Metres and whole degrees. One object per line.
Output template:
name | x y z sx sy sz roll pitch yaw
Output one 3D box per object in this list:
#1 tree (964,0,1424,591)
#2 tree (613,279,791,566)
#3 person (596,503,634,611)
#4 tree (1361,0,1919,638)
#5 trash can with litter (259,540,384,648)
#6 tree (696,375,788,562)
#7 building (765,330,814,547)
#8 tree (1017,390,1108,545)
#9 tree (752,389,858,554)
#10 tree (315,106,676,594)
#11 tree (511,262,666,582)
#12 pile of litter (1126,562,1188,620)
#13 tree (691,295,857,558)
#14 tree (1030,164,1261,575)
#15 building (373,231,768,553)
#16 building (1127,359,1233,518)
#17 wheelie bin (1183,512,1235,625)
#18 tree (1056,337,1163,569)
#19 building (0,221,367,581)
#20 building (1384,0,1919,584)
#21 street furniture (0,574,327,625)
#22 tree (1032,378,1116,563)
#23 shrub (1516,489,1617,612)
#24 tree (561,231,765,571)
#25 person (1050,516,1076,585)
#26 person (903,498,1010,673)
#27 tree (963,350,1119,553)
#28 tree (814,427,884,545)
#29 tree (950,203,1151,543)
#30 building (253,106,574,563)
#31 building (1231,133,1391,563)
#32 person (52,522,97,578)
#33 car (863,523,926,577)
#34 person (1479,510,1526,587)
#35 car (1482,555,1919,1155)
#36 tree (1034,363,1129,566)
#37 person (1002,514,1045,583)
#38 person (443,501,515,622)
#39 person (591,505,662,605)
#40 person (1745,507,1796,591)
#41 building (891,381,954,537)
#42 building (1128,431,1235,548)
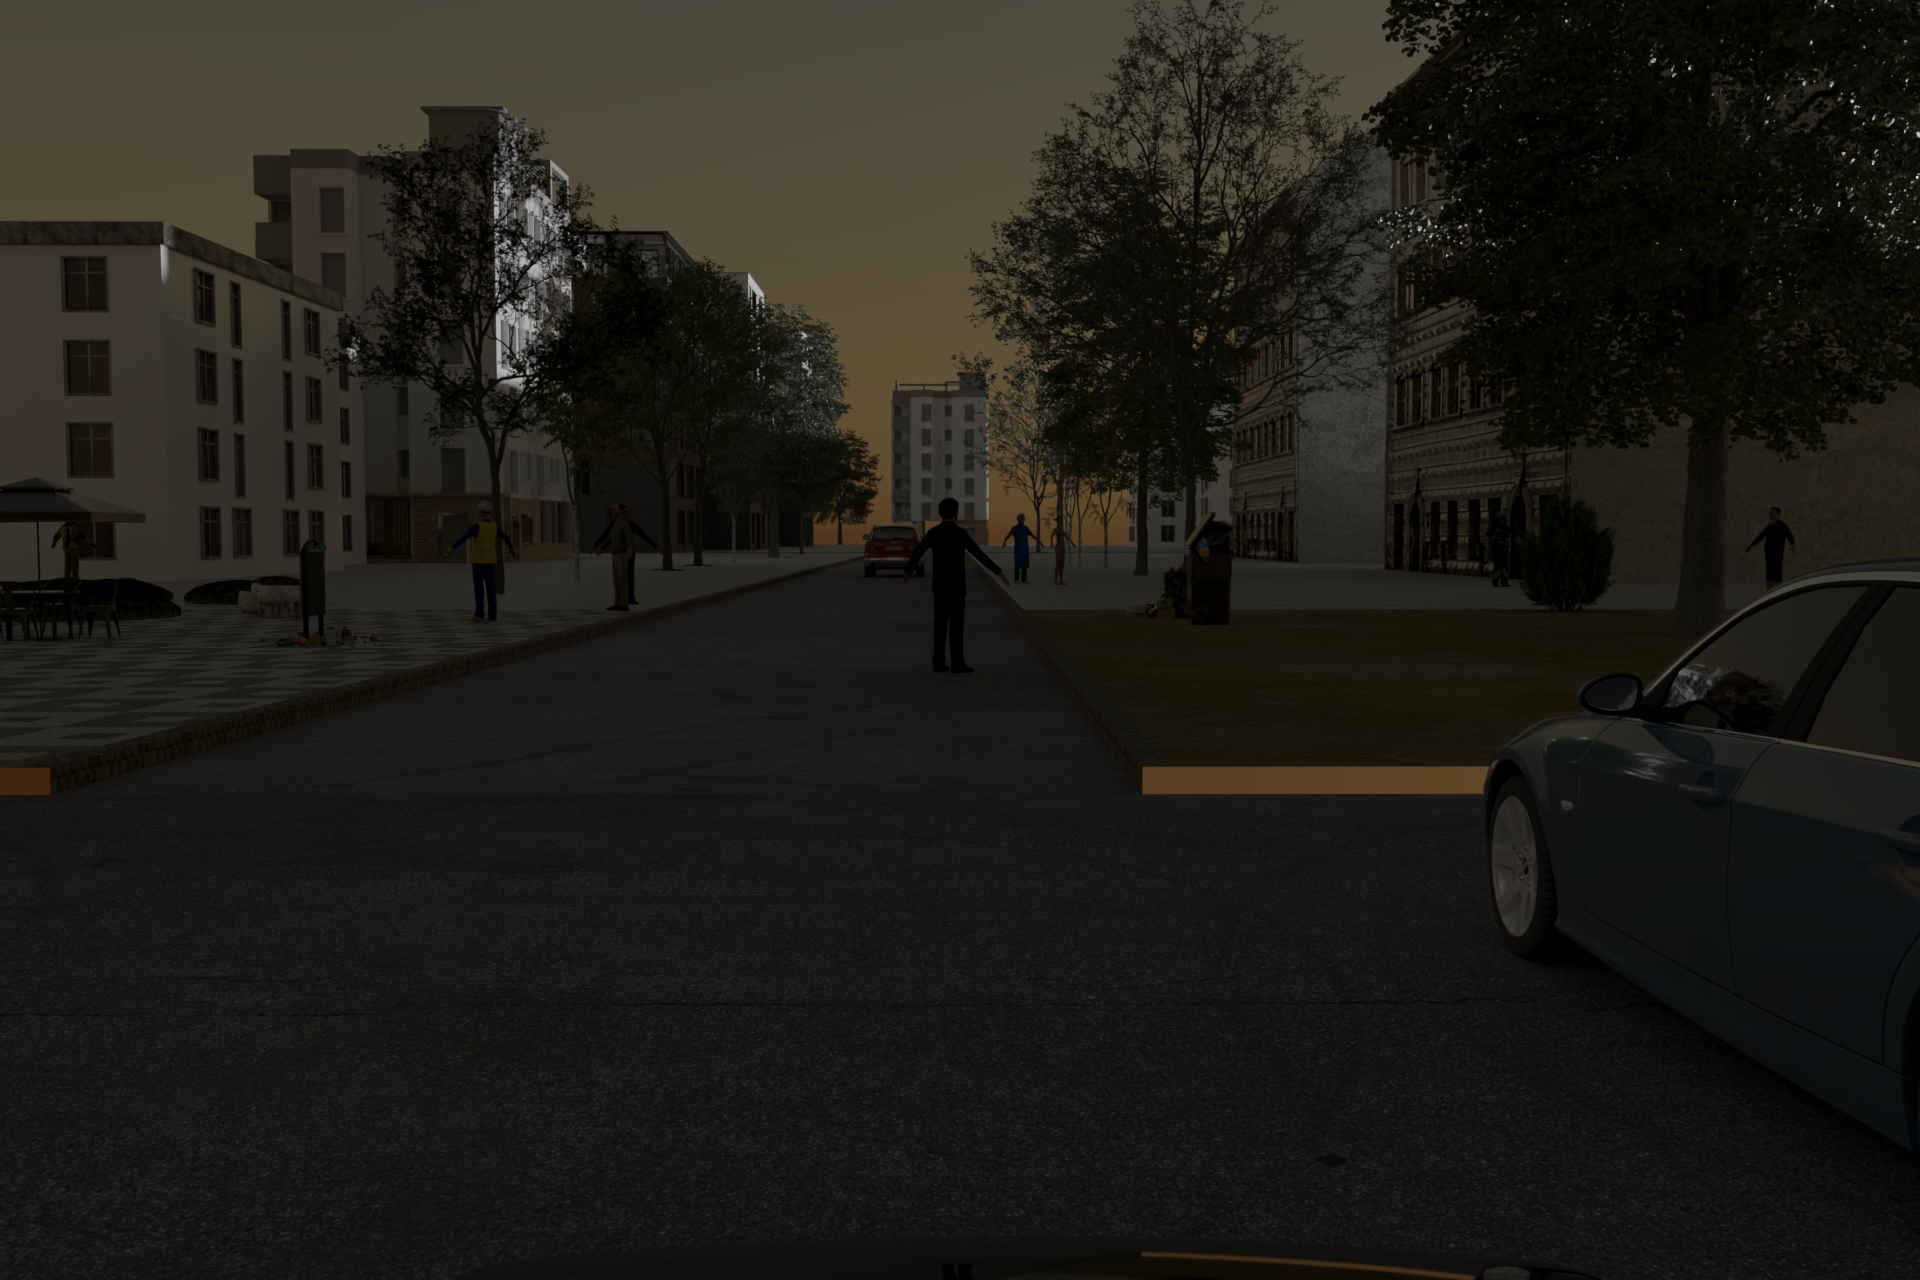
tree | 5.203 -7.858 38.848 12.009 13.543 11.850 0 3 0
tree | -10.381 -8.780 69.310 9.928 11.665 9.643 0 3 0
person | -5.716 -1.388 28.964 0.705 1.796 1.348 -2 4 -35
tree | 9.236 -7.014 21.339 9.857 13.997 8.962 0 3 0
trash can with litter | -7.444 -0.582 20.574 1.678 1.210 2.233 0 4 -1
tree | -10.489 -7.829 78.364 4.360 8.622 3.978 0 3 0
building | -29.597 -19.956 170.256 27.936 21.610 32.646 0 4 0
tree | 13.083 -21.196 202.442 12.611 20.169 13.585 0 3 0
tree | -10.282 -10.739 109.994 8.767 10.594 7.601 1 4 22
tree | -9.770 -6.280 37.093 8.767 10.594 7.601 1 4 14
tree | -10.199 -5.868 46.298 4.737 8.622 4.395 0 3 0
pile of litter | 3.140 -0.780 26.712 1.176 0.858 1.719 0 3 0
tree | -10.092 -11.473 94.233 9.857 13.997 8.962 0 3 0
tree | 5.774 -8.316 54.097 7.486 12.596 7.792 0 3 0
building | -30.362 -17.686 133.146 27.936 21.610 32.646 0 4 -1
building | 23.085 -20.078 184.693 16.016 20.090 11.380 0 3 0
wheelie bin | 3.559 -1.026 24.683 0.693 1.594 0.980 0 3 0
tree | 5.425 -6.980 64.482 4.360 8.622 3.978 0 3 0
building | -26.098 -7.247 60.640 9.099 9.664 28.070 0 4 -1
building | 24.628 -13.564 52.703 19.493 23.208 18.063 0 4 -1
street furniture | -13.722 -0.839 29.352 5.734 0.657 10.072 -1 4 -22
tree | 4.843 -7.748 77.036 4.360 8.622 3.978 0 3 0
shrub | 10.003 -1.482 28.649 1.690 2.028 1.600 0 3 0
tree | -10.422 -8.243 60.522 9.928 11.665 9.643 0 3 0
person | 2.586 -2.255 43.669 0.721 1.733 1.217 2 4 33
person | -0.093 -0.569 17.946 1.347 1.806 0.705 3 4 36
tree | 5.224 -12.541 115.421 12.009 13.543 11.850 0 3 0
tree | -14.017 -18.159 203.554 9.857 13.997 8.962 0 3 0
tree | 5.894 -14.702 96.270 12.611 20.169 13.585 0 3 0
building | -25.286 -13.553 78.009 16.016 20.090 11.380 0 4 0
building | 24.122 -15.540 85.012 19.493 23.208 18.063 0 4 0
person | -23.087 -2.401 45.031 1.354 1.858 0.705 1 4 15
car | -2.210 -3.092 59.235 2.281 1.827 5.304 0 4 -1
person | 13.117 -2.212 41.944 1.354 1.856 0.705 -1 4 -17
car | 2.739 0.467 4.367 2.014 1.417 4.499 0 4 0
tree | 4.662 -7.326 70.147 4.360 8.622 3.978 0 3 0
person | 1.612 -2.383 45.096 1.347 1.817 0.704 -2 4 -34
person | -7.057 -1.166 25.533 0.721 1.772 1.216 3 5 40
person | -6.074 -1.542 31.439 1.346 1.802 0.704 -2 4 -30
person | 15.878 -1.694 33.827 0.704 1.812 1.346 -1 4 -15
building | -7.724 -21.210 205.666 11.380 20.090 16.016 0 4 -8
building | 20.968 -13.008 154.820 9.099 9.664 28.070 0 4 -1
